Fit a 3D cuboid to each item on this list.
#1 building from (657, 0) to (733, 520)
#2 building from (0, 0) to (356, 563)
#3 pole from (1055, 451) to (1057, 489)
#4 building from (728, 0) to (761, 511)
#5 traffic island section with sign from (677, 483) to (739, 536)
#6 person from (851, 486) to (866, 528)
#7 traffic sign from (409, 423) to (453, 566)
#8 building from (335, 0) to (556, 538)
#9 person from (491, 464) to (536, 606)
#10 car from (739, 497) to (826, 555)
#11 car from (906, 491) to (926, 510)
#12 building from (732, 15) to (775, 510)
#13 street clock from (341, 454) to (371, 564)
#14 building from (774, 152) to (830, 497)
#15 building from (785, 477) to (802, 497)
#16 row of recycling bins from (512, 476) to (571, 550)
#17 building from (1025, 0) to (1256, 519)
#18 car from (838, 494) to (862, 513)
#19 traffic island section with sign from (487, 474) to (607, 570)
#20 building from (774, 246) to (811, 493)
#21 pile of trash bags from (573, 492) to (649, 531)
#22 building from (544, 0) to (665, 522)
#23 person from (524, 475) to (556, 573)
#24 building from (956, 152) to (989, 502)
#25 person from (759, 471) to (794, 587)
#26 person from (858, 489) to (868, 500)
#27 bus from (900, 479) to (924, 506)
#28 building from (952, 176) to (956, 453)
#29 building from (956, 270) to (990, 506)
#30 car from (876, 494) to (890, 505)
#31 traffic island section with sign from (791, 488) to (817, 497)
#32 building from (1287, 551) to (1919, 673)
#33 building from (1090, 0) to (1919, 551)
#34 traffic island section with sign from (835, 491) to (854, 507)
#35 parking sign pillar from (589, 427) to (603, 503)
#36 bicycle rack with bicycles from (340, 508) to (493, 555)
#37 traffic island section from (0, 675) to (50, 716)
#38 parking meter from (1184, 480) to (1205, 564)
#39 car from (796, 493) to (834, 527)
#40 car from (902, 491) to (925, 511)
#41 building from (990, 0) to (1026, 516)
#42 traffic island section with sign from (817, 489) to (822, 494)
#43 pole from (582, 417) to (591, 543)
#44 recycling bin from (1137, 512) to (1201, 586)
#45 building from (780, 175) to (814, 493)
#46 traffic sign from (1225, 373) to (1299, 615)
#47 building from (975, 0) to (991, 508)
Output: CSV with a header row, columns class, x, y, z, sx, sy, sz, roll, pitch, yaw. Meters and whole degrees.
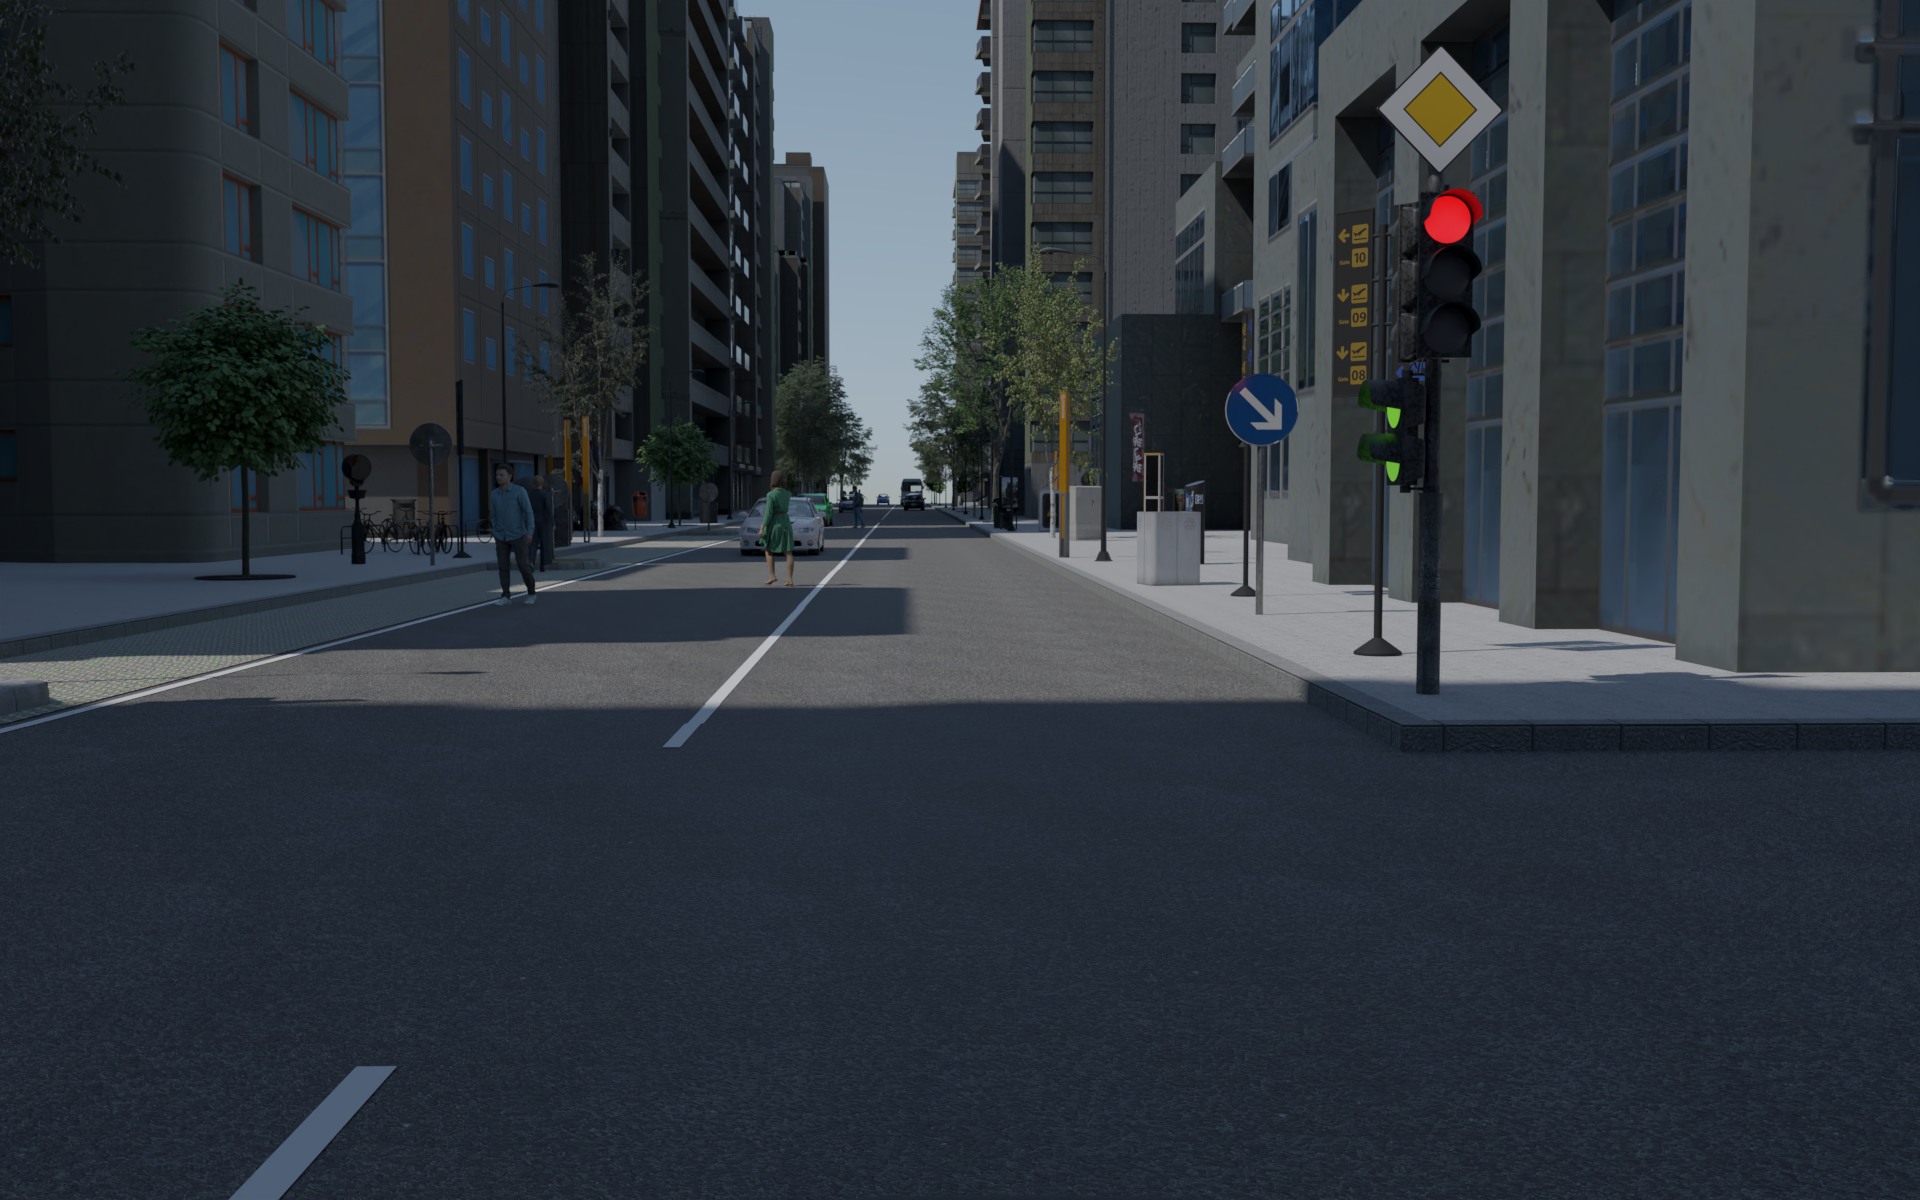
class,x,y,z,sx,sy,sz,roll,pitch,yaw
building,-24.467,-28.855,95.481,21.300,48.544,21.600,0,4,-2
building,-27.660,-11.047,25.653,27.650,21.520,28.899,0,4,-2
pole,4.638,-5.446,82.884,0.158,3.312,0.155,0,3,0
building,-26.752,-30.690,121.386,23.786,49.044,30.456,0,4,-2
traffic island section with sign,-8.712,-3.152,60.159,1.989,1.847,2.006,0,4,-2
person,-4.307,-3.880,72.284,0.721,1.781,0.623,-2,4,-29
traffic sign,-9.460,-1.889,30.989,0.768,2.556,0.104,0,4,-2
building,-21.620,-24.795,55.509,14.600,45.320,14.200,0,4,-2
person,-5.759,-0.849,22.407,0.660,1.820,0.620,1,4,15
car,-4.272,-1.814,42.018,2.083,1.381,4.827,0,4,-2
car,-3.963,-8.843,154.171,1.945,1.707,3.694,0,4,-2
building,-22.906,-28.158,143.985,14.154,41.232,14.086,0,4,-2
street clock,-11.017,-1.657,31.664,0.358,2.002,0.471,3,5,43
building,-24.594,-35.506,230.639,14.600,45.320,14.200,0,4,-2
building,-33.149,-30.032,182.910,32.217,40.220,23.993,0,4,-2
row of recycling bins,-10.021,-2.112,41.637,1.069,1.692,3.534,0,4,-2
building,10.461,-19.777,95.049,14.160,30.474,14.107,0,4,-2
car,-8.466,-7.456,133.904,2.014,1.417,4.499,0,4,-2
traffic island section with sign,-7.862,-1.504,33.218,1.989,1.847,2.006,0,4,-2
building,-24.904,-26.348,202.489,14.160,30.474,14.107,0,4,-2
pile of trash bags,-12.396,-3.124,60.826,1.912,1.369,3.447,3,5,42
building,-21.442,-18.739,78.091,14.160,30.474,14.107,0,4,-2
person,-7.647,-1.381,31.496,0.576,1.772,0.534,-1,4,-12
building,6.450,-32.180,209.735,14.154,41.232,14.086,0,4,-2
person,-2.812,-1.109,26.880,0.529,1.795,0.600,3,4,38
person,-8.228,-8.160,141.914,1.348,1.824,0.705,-1,4,-14
bus,-5.828,-13.218,210.971,2.948,3.499,13.247,0,4,-1
building,10.089,-35.268,231.257,22.147,44.769,28.867,0,4,-2
building,15.744,-30.499,190.546,32.217,40.220,23.993,0,4,-2
car,-10.260,-13.578,231.592,1.945,1.707,3.694,0,4,-1
traffic island section with sign,-10.255,-6.156,109.281,1.989,1.847,2.006,0,4,-2
building,20.715,-43.347,21.397,31.000,86.520,22.319,0,4,-2
building,17.083,-45.402,54.987,22.319,86.520,31.000,0,4,-2
traffic island section with sign,-12.877,-11.278,193.030,1.989,1.847,2.006,0,4,-2
parking sign pillar,-14.859,-5.007,70.330,1.447,3.967,1.447,-2,4,-24
bicycle rack with bicycles,-11.895,-1.473,37.472,2.852,0.926,2.925,1,4,12
traffic island section,-7.155,0.700,10.829,2.009,0.180,2.903,0,4,-2
parking meter,4.311,-1.431,31.816,0.372,1.533,0.369,0,3,0
car,-6.609,-4.168,76.939,1.959,1.807,4.718,0,4,0
car,-4.021,-8.552,149.606,2.009,1.686,4.222,0,4,-2
building,12.528,-35.070,115.388,21.231,58.520,28.212,0,4,-2
traffic island section with sign,-11.105,-7.816,136.421,1.989,1.847,2.006,0,4,-2
pole,-9.879,-3.177,45.784,0.158,3.312,0.155,0,3,0
recycling bin,2.954,-0.734,24.550,0.722,1.027,0.722,-1,4,-13
building,-25.703,-32.576,216.212,14.154,41.232,14.086,0,4,-2
traffic sign,3.182,-1.115,18.339,0.768,2.556,0.104,0,4,4
building,12.521,-30.006,145.229,22.147,44.769,28.867,0,4,-2
